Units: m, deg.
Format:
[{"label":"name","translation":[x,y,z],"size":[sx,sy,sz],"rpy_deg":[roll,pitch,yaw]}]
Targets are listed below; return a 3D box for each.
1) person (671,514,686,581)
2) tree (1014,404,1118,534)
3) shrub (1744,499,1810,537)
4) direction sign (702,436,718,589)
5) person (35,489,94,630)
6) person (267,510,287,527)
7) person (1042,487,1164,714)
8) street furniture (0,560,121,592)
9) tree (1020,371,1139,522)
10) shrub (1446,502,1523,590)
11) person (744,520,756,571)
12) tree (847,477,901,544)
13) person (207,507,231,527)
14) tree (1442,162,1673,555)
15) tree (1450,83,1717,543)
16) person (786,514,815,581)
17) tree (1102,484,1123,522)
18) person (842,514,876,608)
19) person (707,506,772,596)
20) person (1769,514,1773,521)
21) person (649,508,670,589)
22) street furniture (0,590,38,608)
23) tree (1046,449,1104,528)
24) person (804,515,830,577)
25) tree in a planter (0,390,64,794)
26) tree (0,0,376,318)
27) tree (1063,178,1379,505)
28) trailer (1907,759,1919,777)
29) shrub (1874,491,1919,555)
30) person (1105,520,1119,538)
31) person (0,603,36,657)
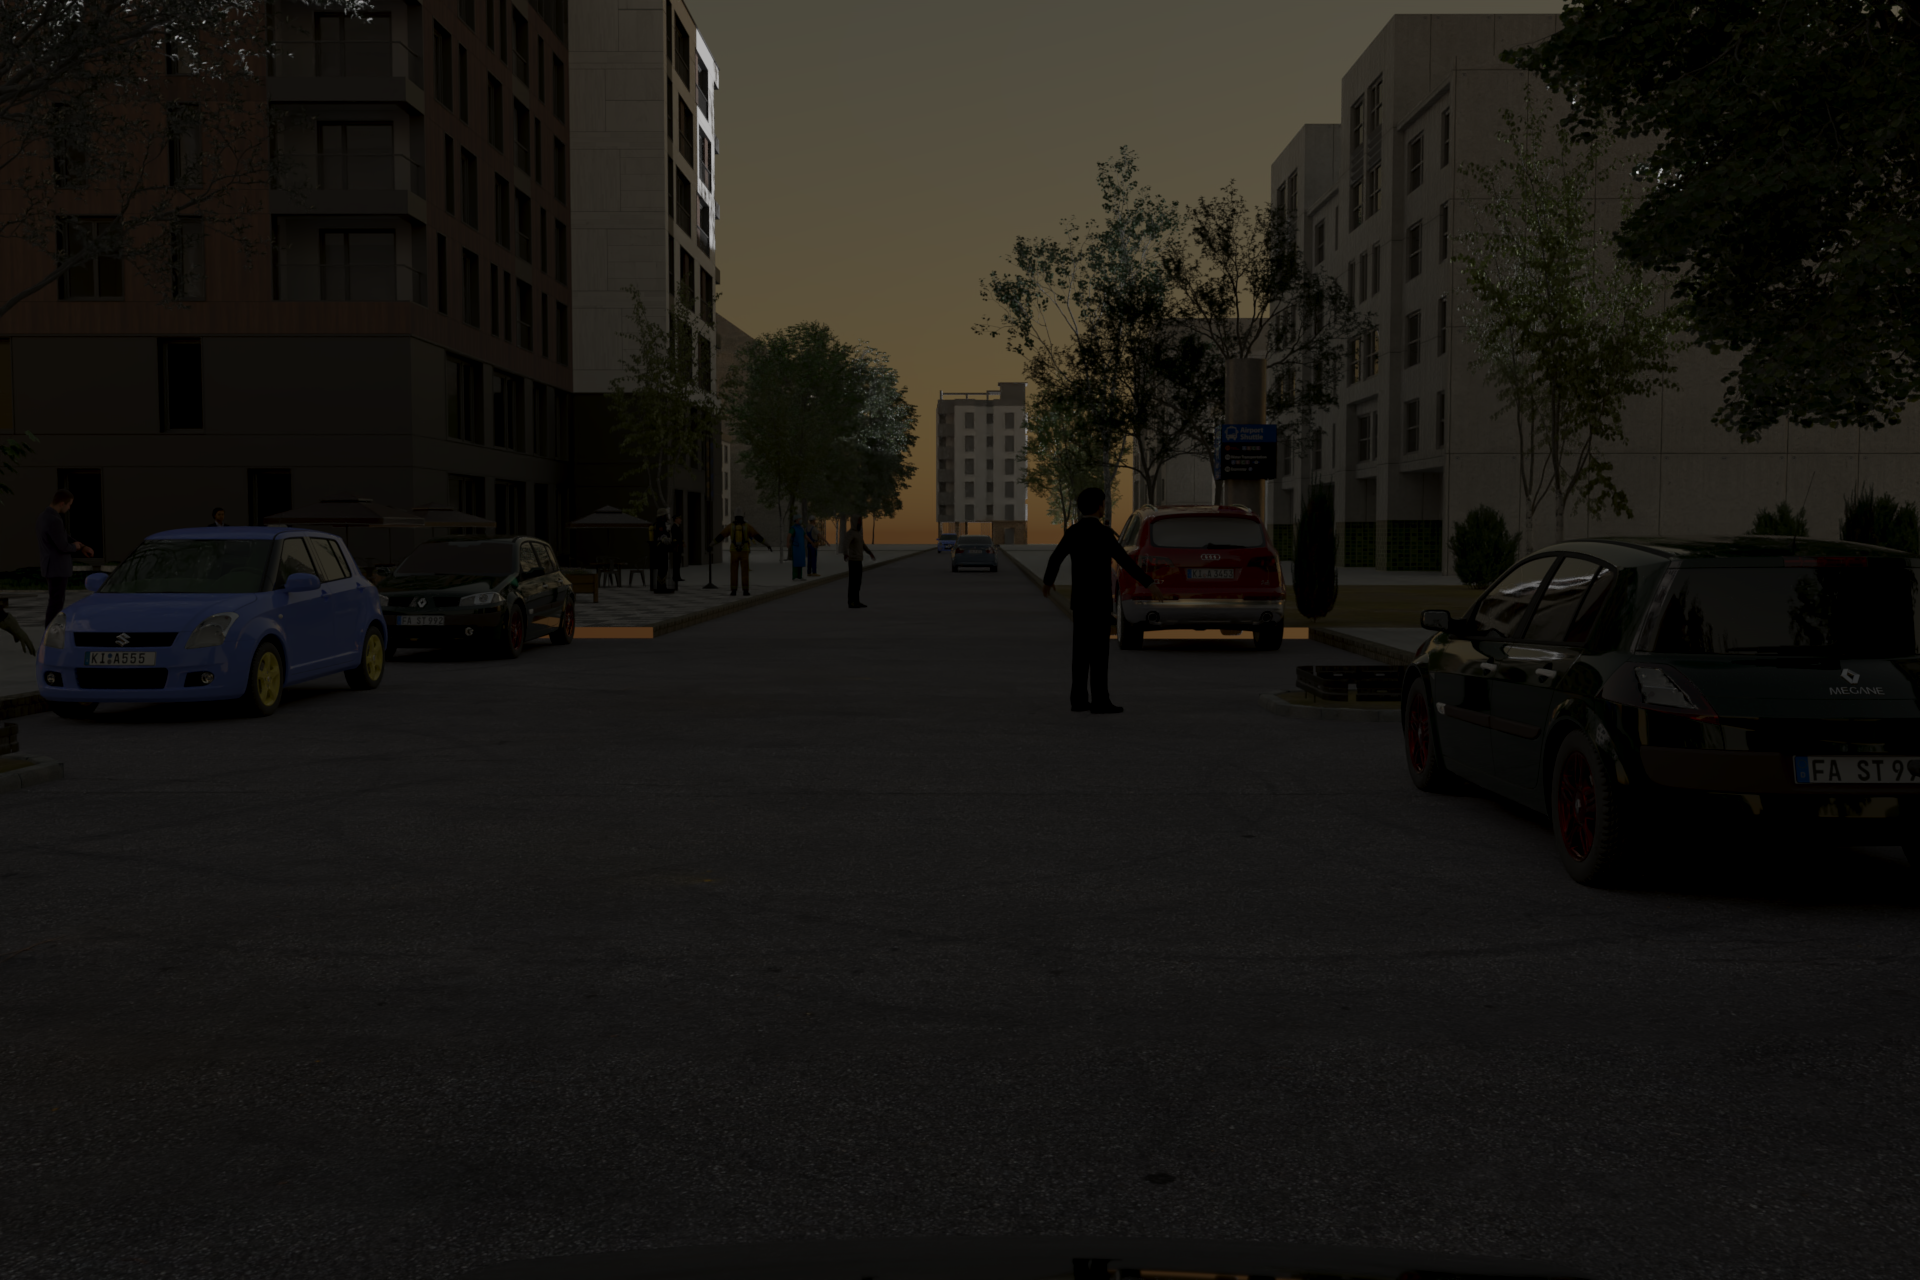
[{"label":"person","translation":[-7.660,-2.516,47.069],"size":[0.705,1.837,1.347],"rpy_deg":[0,4,1]},{"label":"tree","translation":[7.737,-12.188,125.028],"size":[9.928,11.665,9.643],"rpy_deg":[0,3,0]},{"label":"shrub","translation":[18.690,-2.168,39.493],"size":[1.661,2.075,1.752],"rpy_deg":[0,3,0]},{"label":"direction sign","translation":[-5.858,-2.968,40.529],"size":[0.379,3.537,0.876],"rpy_deg":[0,4,2]},{"label":"person","translation":[-9.717,-0.755,18.834],"size":[0.568,1.767,0.683],"rpy_deg":[-3,5,-42]},{"label":"person","translation":[-14.626,-1.901,37.270],"size":[1.347,1.806,0.705],"rpy_deg":[2,4,24]},{"label":"person","translation":[1.082,-0.323,13.932],"size":[0.705,1.806,1.347],"rpy_deg":[-3,5,-39]},{"label":"street furniture","translation":[-24.039,-1.492,40.026],"size":[10.072,0.657,5.734],"rpy_deg":[0,4,-8]},{"label":"tree","translation":[7.534,-11.206,108.975],"size":[9.928,11.665,9.643],"rpy_deg":[0,3,0]},{"label":"shrub","translation":[12.160,-2.187,40.178],"size":[1.690,2.028,1.600],"rpy_deg":[0,3,0]},{"label":"person","translation":[-7.335,-3.272,59.964],"size":[0.721,1.772,1.216],"rpy_deg":[-2,4,-28]},{"label":"tree","translation":[-10.544,-17.223,216.005],"size":[7.601,10.594,8.767],"rpy_deg":[0,4,-8]},{"label":"person","translation":[-12.774,-1.423,29.982],"size":[1.216,1.740,0.721],"rpy_deg":[-3,5,-42]},{"label":"tree","translation":[11.397,-5.172,34.921],"size":[4.360,8.622,3.978],"rpy_deg":[0,3,0]},{"label":"tree","translation":[10.204,-4.787,28.628],"size":[4.737,8.622,4.395],"rpy_deg":[0,3,0]},{"label":"person","translation":[-4.383,-2.508,47.127],"size":[0.704,1.817,1.347],"rpy_deg":[2,4,28]},{"label":"tree","translation":[18.029,-16.134,214.159],"size":[4.737,8.622,4.395],"rpy_deg":[0,3,0]},{"label":"person","translation":[-2.004,-1.532,33.626],"size":[0.705,1.813,1.348],"rpy_deg":[1,4,21]},{"label":"person","translation":[-4.589,-1.854,36.075],"size":[1.354,1.858,0.705],"rpy_deg":[0,4,-3]},{"label":"person","translation":[21.179,-2.414,45.608],"size":[0.704,1.843,1.345],"rpy_deg":[2,4,29]},{"label":"person","translation":[-6.602,-2.008,38.605],"size":[0.705,1.856,1.354],"rpy_deg":[-1,4,-16]},{"label":"street furniture","translation":[-19.390,-1.310,28.280],"size":[9.812,1.723,11.010],"rpy_deg":[1,4,22]},{"label":"tree","translation":[14.741,-18.491,220.447],"size":[7.486,12.596,7.792],"rpy_deg":[0,3,0]},{"label":"person","translation":[-4.441,-2.842,52.320],"size":[1.347,1.847,0.705],"rpy_deg":[3,5,45]},{"label":"tree in a planter","translation":[-6.271,-0.759,9.625],"size":[1.991,3.239,1.994],"rpy_deg":[0,4,1]},{"label":"tree","translation":[-11.433,-6.595,18.199],"size":[12.009,13.543,11.850],"rpy_deg":[0,3,0]},{"label":"tree","translation":[6.797,-6.851,46.419],"size":[8.767,10.594,7.601],"rpy_deg":[1,4,11]},{"label":"trailer","translation":[3.084,0.212,3.579],"size":[1.471,1.999,3.904],"rpy_deg":[0,3,0]},{"label":"shrub","translation":[17.041,-1.700,31.835],"size":[1.661,2.075,1.752],"rpy_deg":[0,3,0]},{"label":"person","translation":[5.281,-3.431,62.363],"size":[1.348,1.796,0.705],"rpy_deg":[-1,4,-12]},{"label":"person","translation":[-4.691,0.075,7.361],"size":[1.346,1.812,0.704],"rpy_deg":[-1,4,-13]}]
